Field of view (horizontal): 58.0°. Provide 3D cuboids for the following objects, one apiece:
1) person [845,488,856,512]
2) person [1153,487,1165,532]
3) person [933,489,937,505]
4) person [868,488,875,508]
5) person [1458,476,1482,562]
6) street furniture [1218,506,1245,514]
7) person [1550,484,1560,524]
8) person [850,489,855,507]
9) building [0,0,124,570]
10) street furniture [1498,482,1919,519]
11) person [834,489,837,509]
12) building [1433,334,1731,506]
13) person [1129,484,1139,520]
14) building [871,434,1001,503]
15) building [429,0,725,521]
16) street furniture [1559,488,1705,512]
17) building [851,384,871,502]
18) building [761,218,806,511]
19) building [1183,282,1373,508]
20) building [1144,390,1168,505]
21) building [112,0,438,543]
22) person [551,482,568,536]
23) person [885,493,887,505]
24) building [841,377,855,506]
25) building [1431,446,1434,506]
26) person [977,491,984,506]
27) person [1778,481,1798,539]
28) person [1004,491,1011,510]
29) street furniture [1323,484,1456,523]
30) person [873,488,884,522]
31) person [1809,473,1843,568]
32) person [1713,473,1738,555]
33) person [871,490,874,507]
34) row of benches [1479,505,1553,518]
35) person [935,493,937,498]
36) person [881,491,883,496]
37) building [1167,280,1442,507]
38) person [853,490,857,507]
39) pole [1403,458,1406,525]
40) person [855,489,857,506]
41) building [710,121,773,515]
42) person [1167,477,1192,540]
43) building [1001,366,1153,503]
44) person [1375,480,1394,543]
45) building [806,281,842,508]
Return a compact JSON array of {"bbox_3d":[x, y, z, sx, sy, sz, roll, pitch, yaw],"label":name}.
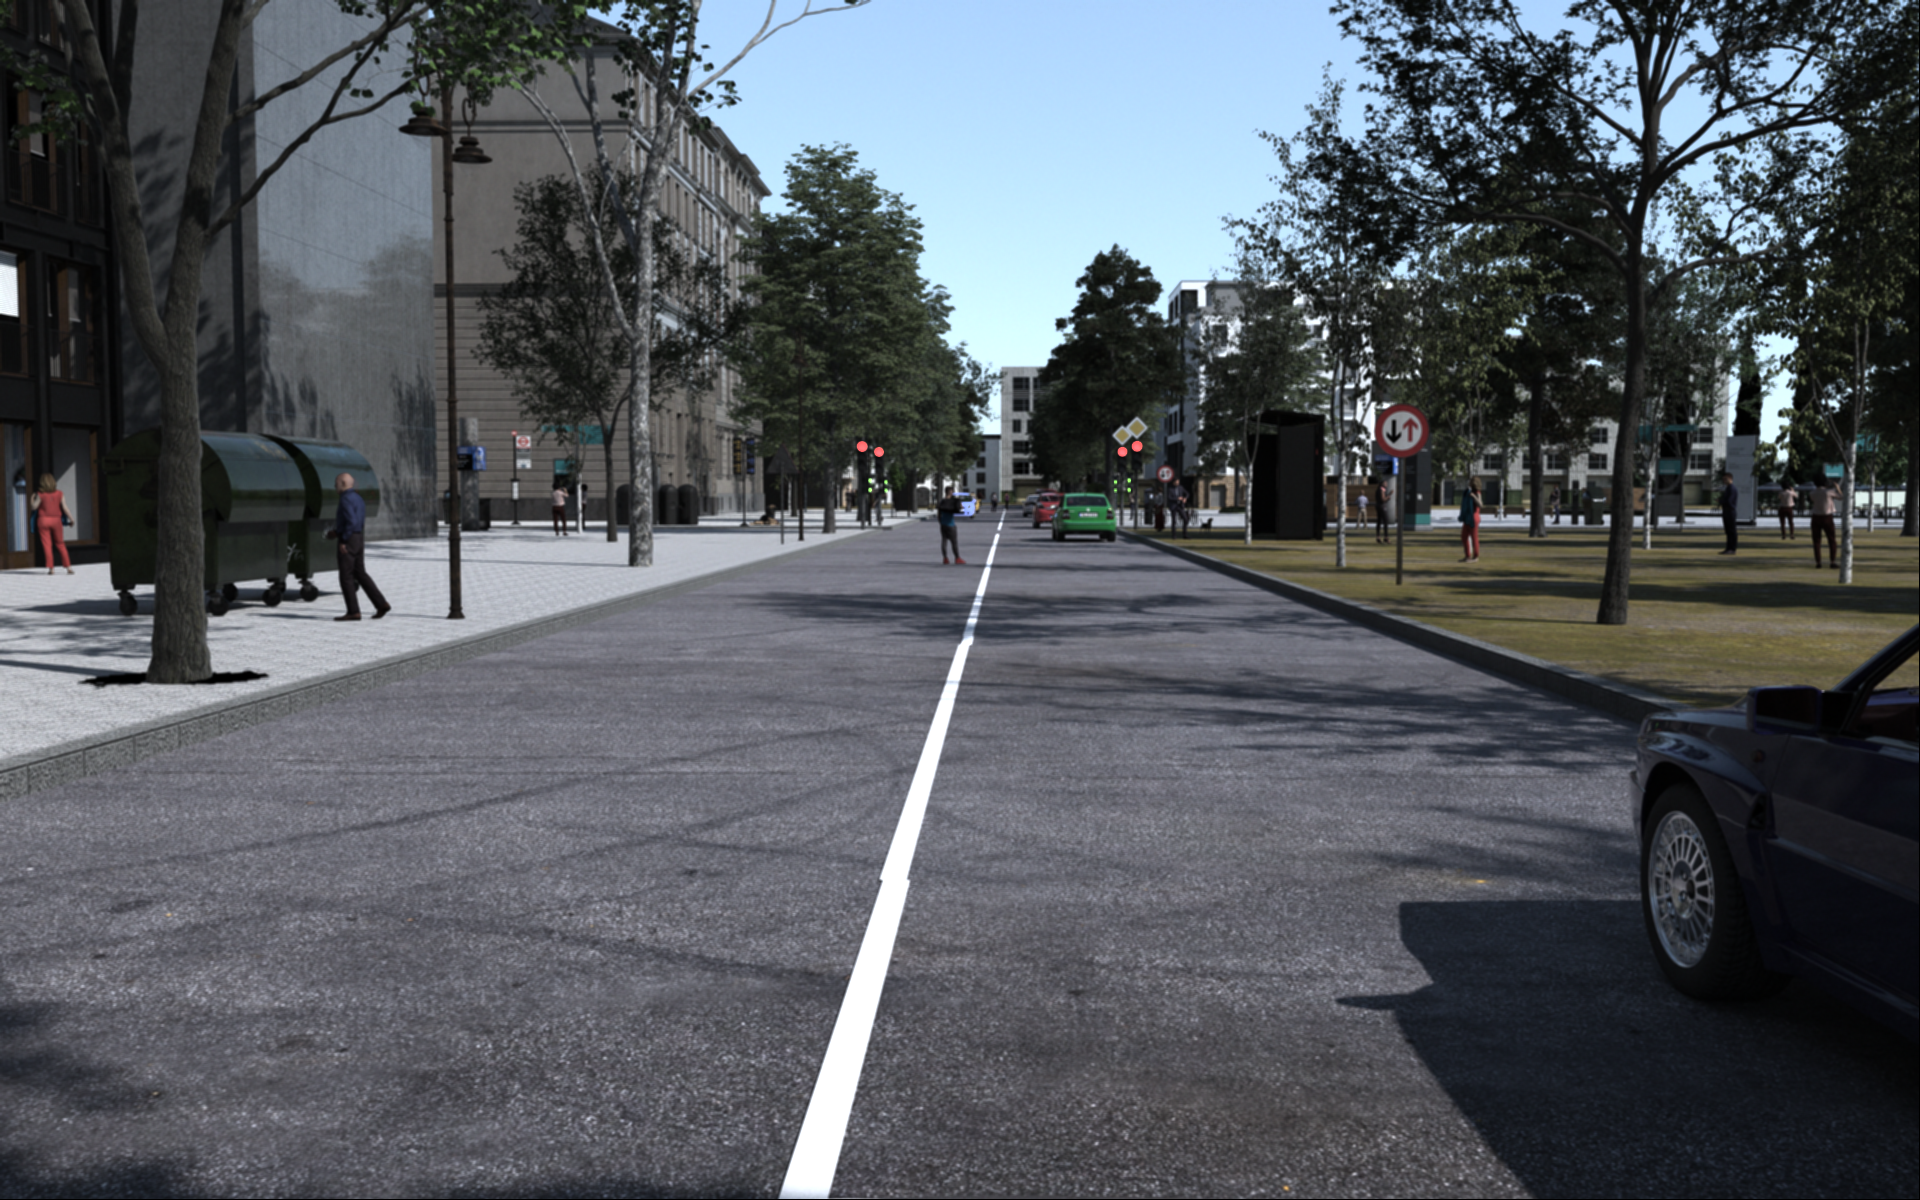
[{"bbox_3d":[-7.990,-7.301,126.210,0.742,1.727,0.445,-1,4,-18],"label":"person"},{"bbox_3d":[6.807,-3.098,59.160,0.387,1.526,0.523,-1,4,-9],"label":"person"},{"bbox_3d":[-2.949,-11.600,195.789,1.350,1.814,0.705,-2,4,-31],"label":"person"},{"bbox_3d":[-8.037,-9.401,159.757,0.705,1.824,1.348,-3,4,-37],"label":"person"},{"bbox_3d":[9.562,-1.513,32.489,0.444,1.614,0.593,1,4,16],"label":"person"},{"bbox_3d":[21.991,-6.187,116.782,10.072,0.657,5.734,-1,4,-8],"label":"street furniture"},{"bbox_3d":[25.427,-4.109,74.052,0.431,1.722,0.655,1,4,21],"label":"person"},{"bbox_3d":[-10.845,-10.140,172.356,0.750,1.759,0.617,-2,4,-31],"label":"person"},{"bbox_3d":[-22.138,-11.909,24.396,12.332,23.373,15.834,0,4,2],"label":"building"},{"bbox_3d":[42.647,-5.871,101.022,14.083,1.986,27.439,-1,4,-13],"label":"street furniture"},{"bbox_3d":[-11.079,-8.900,152.092,0.750,1.759,0.617,-3,4,-38],"label":"person"},{"bbox_3d":[69.663,-20.442,200.685,31.486,18.905,16.747,0,4,2],"label":"building"},{"bbox_3d":[8.598,-4.875,86.272,0.617,1.759,0.750,-1,4,-15],"label":"person"},{"bbox_3d":[-8.274,-18.513,244.829,28.070,9.664,9.099,0,4,2],"label":"building"},{"bbox_3d":[-20.777,-18.101,93.211,12.463,27.353,25.104,0,4,2],"label":"building"},{"bbox_3d":[46.104,-7.145,123.668,11.010,1.723,9.812,0,4,-3],"label":"street furniture"},{"bbox_3d":[-26.797,-20.584,202.999,31.486,18.905,16.747,0,4,2],"label":"building"},{"bbox_3d":[-19.367,-18.843,137.767,12.332,23.373,15.834,0,4,2],"label":"building"},{"bbox_3d":[28.881,-18.569,160.016,16.016,20.091,11.380,0,4,2],"label":"building"},{"bbox_3d":[29.942,-21.261,204.044,16.016,20.091,11.380,0,4,2],"label":"building"},{"bbox_3d":[-25.679,-13.897,45.230,19.932,24.808,12.078,0,4,2],"label":"building"},{"bbox_3d":[-12.360,-2.809,53.434,0.517,1.644,0.566,3,5,44],"label":"person"},{"bbox_3d":[-8.776,-12.265,207.290,0.721,1.735,1.217,0,4,-4],"label":"person"},{"bbox_3d":[-19.449,-20.096,184.990,16.016,20.091,11.380,0,4,2],"label":"building"},{"bbox_3d":[47.844,-21.093,201.296,11.380,20.091,16.016,0,4,2],"label":"building"},{"bbox_3d":[2.433,-12.346,210.321,0.705,1.831,1.348,-3,5,-43],"label":"person"},{"bbox_3d":[23.440,-2.545,49.116,0.566,1.644,0.517,-1,4,-22],"label":"person"},{"bbox_3d":[4.331,-9.075,157.563,0.721,1.739,1.217,2,4,30],"label":"person"},{"bbox_3d":[17.717,-4.526,80.850,11.010,1.723,9.812,1,4,23],"label":"street furniture"},{"bbox_3d":[-3.799,-4.417,80.462,0.471,1.553,0.569,2,4,24],"label":"person"},{"bbox_3d":[14.934,-1.371,29.917,0.566,1.644,0.517,0,4,-8],"label":"person"},{"bbox_3d":[16.293,-1.841,36.843,0.504,1.737,0.576,0,4,4],"label":"person"},{"bbox_3d":[-8.968,-10.347,175.766,0.434,1.755,0.990,2,4,26],"label":"person"},{"bbox_3d":[30.161,-4.799,93.933,4.104,0.672,1.422,2,4,24],"label":"row of benches"},{"bbox_3d":[-2.562,-12.269,207.194,0.990,1.755,0.434,2,4,24],"label":"person"},{"bbox_3d":[-9.013,-11.706,197.892,0.568,1.767,0.683,-2,4,-24],"label":"person"},{"bbox_3d":[35.523,-20.660,181.761,27.936,21.610,32.646,0,4,2],"label":"building"},{"bbox_3d":[-10.875,-10.460,177.792,0.721,1.736,1.217,-3,4,-39],"label":"person"},{"bbox_3d":[15.685,-4.096,60.819,0.158,3.312,0.155,0,3,0],"label":"pole"},{"bbox_3d":[-10.894,-10.643,180.075,0.705,1.822,1.348,0,4,2],"label":"person"},{"bbox_3d":[-21.093,-20.189,117.477,14.401,28.519,23.554,0,4,2],"label":"building"},{"bbox_3d":[6.191,-2.583,48.721,0.683,1.767,0.568,-1,4,-19],"label":"person"},{"bbox_3d":[21.610,-23.325,247.819,31.486,18.905,16.747,0,4,2],"label":"building"},{"bbox_3d":[11.085,-2.303,45.164,0.593,1.643,0.415,3,5,42],"label":"person"},{"bbox_3d":[-26.529,-19.497,162.756,27.936,21.610,32.646,0,4,2],"label":"building"}]
